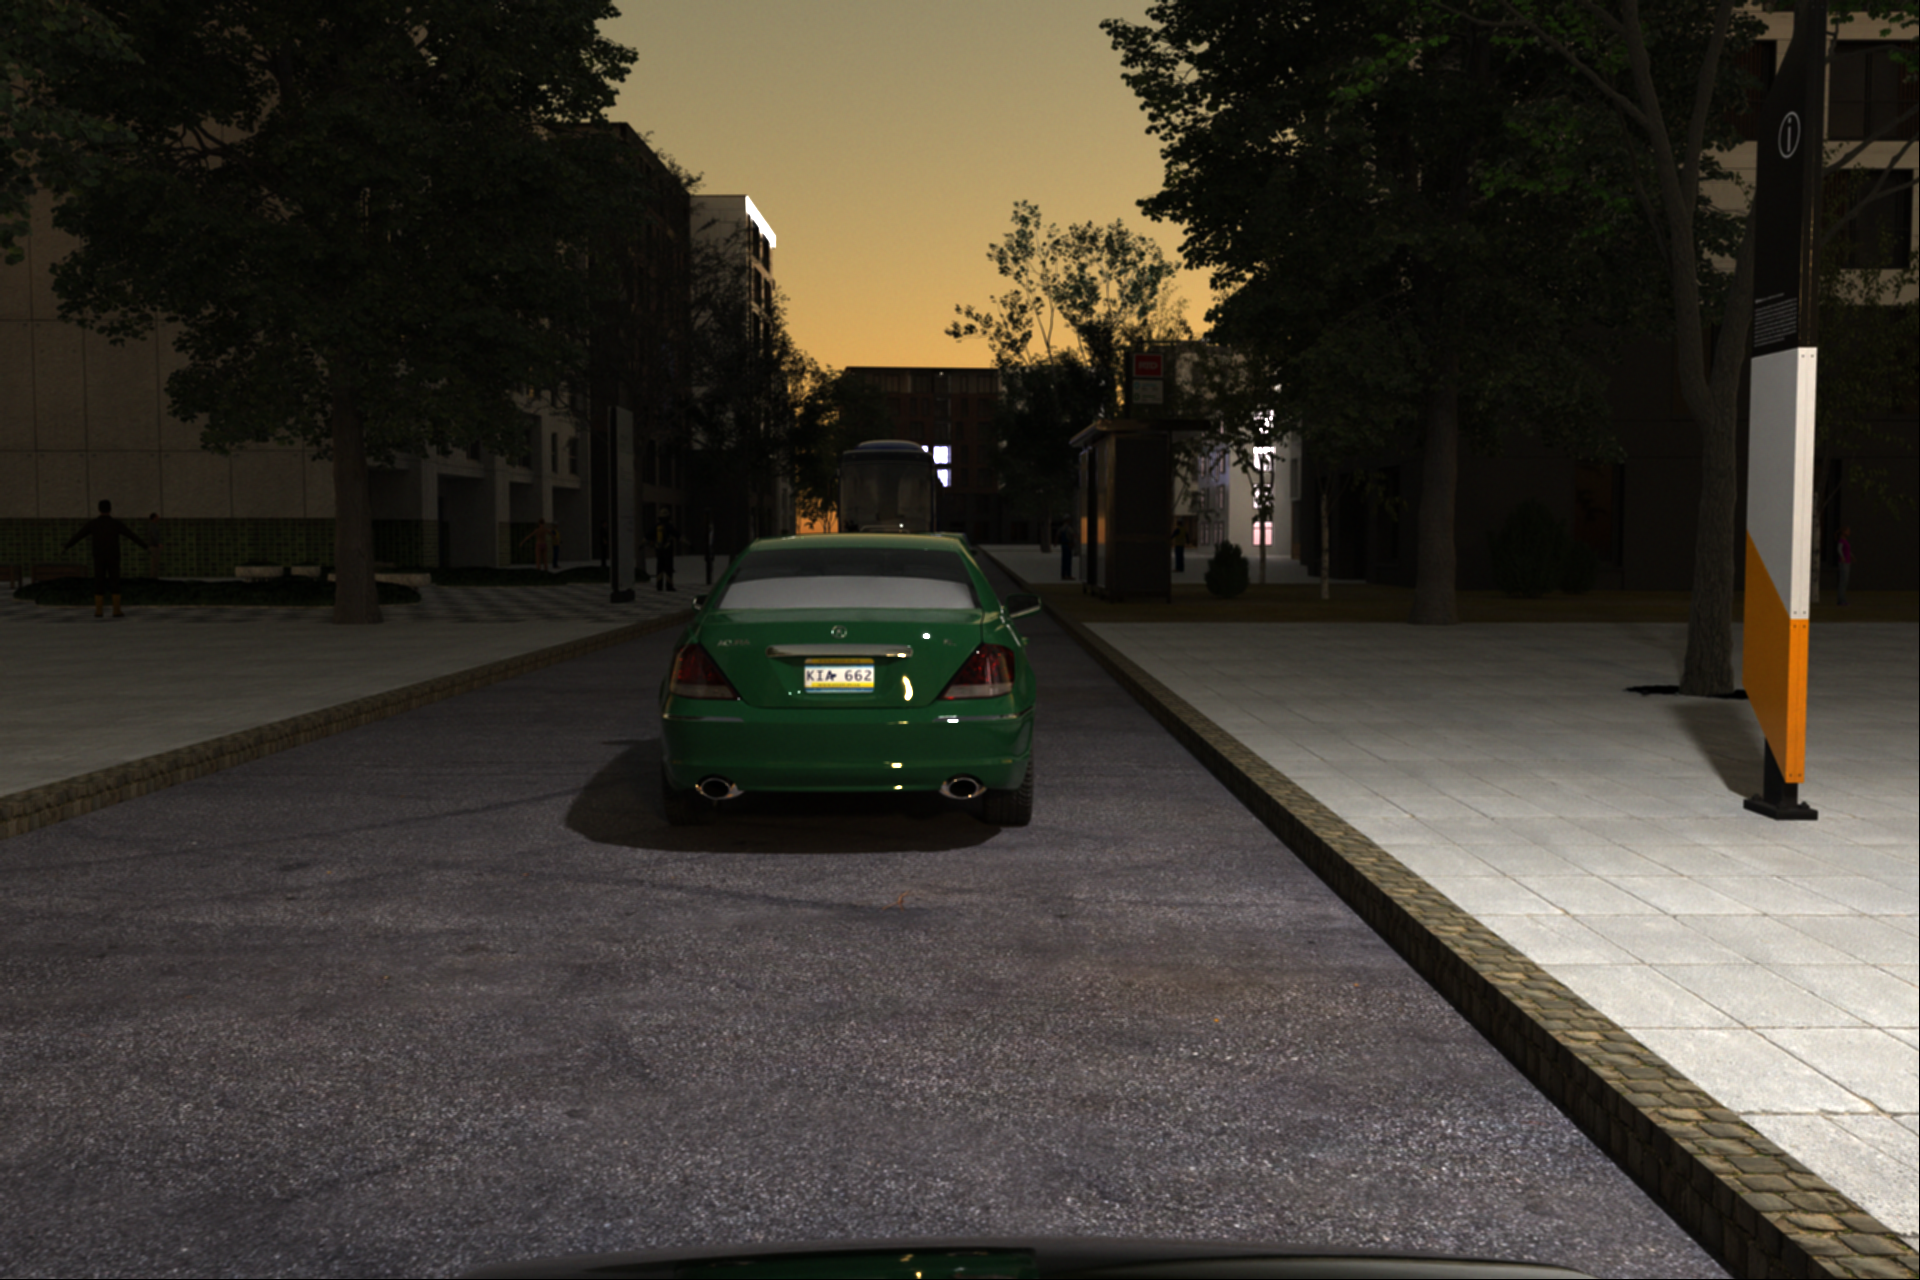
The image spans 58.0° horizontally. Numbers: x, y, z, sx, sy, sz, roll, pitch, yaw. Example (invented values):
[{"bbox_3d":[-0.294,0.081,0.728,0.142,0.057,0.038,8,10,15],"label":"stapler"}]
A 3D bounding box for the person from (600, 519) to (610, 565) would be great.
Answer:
[{"bbox_3d":[-13.190,-3.572,64.343,0.705,1.837,1.347,0,4,-6],"label":"person"}]

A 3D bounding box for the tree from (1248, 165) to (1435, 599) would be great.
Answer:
[{"bbox_3d":[7.292,-5.104,33.808,4.737,8.622,4.395,0,3,0],"label":"tree"}]

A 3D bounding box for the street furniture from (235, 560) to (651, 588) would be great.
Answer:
[{"bbox_3d":[-13.058,-1.721,43.763,10.072,0.657,5.734,0,4,-2],"label":"street furniture"}]

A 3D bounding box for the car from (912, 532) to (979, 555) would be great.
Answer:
[{"bbox_3d":[-0.559,-1.717,36.868,1.959,1.807,4.718,0,4,-1],"label":"car"}]

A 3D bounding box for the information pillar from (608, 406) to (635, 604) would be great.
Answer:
[{"bbox_3d":[-6.378,-2.530,32.675,0.184,3.620,1.656,0,4,-1],"label":"information pillar"}]

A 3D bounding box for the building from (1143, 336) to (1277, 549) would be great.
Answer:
[{"bbox_3d":[21.821,-18.919,165.739,16.016,20.090,11.380,0,4,0],"label":"building"}]

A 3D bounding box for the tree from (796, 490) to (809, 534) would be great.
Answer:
[{"bbox_3d":[-20.218,-16.493,220.019,4.360,8.622,3.978,0,3,0],"label":"tree"}]

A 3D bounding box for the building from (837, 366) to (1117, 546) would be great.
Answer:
[{"bbox_3d":[1.220,-22.978,222.124,32.646,21.610,27.936,0,4,-7],"label":"building"}]

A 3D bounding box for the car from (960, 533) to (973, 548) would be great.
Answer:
[{"bbox_3d":[-0.238,-5.192,94.487,1.945,1.707,3.694,0,4,1],"label":"car"}]

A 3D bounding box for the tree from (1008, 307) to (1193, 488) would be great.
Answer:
[{"bbox_3d":[5.895,-8.436,72.337,8.767,10.594,7.601,1,4,16],"label":"tree"}]

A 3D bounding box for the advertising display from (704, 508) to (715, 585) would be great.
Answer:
[{"bbox_3d":[-6.357,-2.369,43.946,0.123,1.923,0.974,0,4,0],"label":"advertising display"}]

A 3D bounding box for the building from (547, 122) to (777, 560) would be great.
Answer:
[{"bbox_3d":[-26.779,-15.828,102.762,27.936,21.610,32.646,0,4,1],"label":"building"}]

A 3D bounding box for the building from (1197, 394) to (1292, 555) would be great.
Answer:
[{"bbox_3d":[20.534,-9.879,103.674,9.099,9.664,28.070,0,4,0],"label":"building"}]

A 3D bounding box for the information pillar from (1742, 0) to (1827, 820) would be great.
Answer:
[{"bbox_3d":[3.754,-1.012,7.902,0.183,3.616,0.504,0,4,1],"label":"information pillar"}]

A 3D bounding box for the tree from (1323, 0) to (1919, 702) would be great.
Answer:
[{"bbox_3d":[5.863,-5.356,13.327,9.928,11.665,9.643,0,3,0],"label":"tree"}]

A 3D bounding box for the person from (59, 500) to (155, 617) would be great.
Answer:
[{"bbox_3d":[-13.190,-1.262,26.772,1.346,1.812,0.704,-1,4,-19],"label":"person"}]

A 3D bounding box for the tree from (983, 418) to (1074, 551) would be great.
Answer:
[{"bbox_3d":[5.972,-12.033,131.157,7.601,10.594,8.767,2,4,32],"label":"tree"}]

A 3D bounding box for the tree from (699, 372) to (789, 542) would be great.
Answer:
[{"bbox_3d":[-8.751,-7.566,74.060,4.360,8.622,3.978,0,3,0],"label":"tree"}]

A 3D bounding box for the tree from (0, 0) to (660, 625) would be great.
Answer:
[{"bbox_3d":[-8.593,-7.200,24.375,9.857,13.997,8.962,0,3,0],"label":"tree"}]

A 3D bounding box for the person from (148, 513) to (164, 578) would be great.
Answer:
[{"bbox_3d":[-19.540,-2.192,42.104,0.705,1.796,1.348,-2,4,-29],"label":"person"}]

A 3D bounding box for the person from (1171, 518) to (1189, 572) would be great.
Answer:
[{"bbox_3d":[7.399,-3.217,58.564,0.705,1.833,1.349,3,5,41],"label":"person"}]

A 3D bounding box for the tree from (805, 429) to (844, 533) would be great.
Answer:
[{"bbox_3d":[-9.105,-10.407,120.515,4.360,8.622,3.978,0,3,0],"label":"tree"}]

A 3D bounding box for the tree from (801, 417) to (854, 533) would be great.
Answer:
[{"bbox_3d":[-8.475,-9.732,109.476,4.737,8.622,4.395,0,3,0],"label":"tree"}]

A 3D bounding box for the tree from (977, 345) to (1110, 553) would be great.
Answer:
[{"bbox_3d":[5.981,-12.952,118.416,9.857,13.997,8.962,0,3,0],"label":"tree"}]

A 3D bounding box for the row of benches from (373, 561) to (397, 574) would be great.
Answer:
[{"bbox_3d":[-12.723,-1.383,38.070,1.422,0.672,4.104,-1,4,-17],"label":"row of benches"}]

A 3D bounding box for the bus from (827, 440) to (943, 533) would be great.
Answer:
[{"bbox_3d":[-1.887,-3.520,49.095,2.896,3.916,12.251,0,4,0],"label":"bus"}]

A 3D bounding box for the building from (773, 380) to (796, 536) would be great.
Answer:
[{"bbox_3d":[-27.527,-19.435,184.217,16.747,18.905,31.486,0,4,1],"label":"building"}]

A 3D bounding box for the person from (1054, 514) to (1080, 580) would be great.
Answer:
[{"bbox_3d":[3.020,-2.612,48.566,0.705,1.847,1.347,-3,4,-36],"label":"person"}]

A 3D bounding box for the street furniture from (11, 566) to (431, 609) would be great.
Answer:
[{"bbox_3d":[-14.803,-1.002,32.017,10.072,0.657,5.734,0,3,0],"label":"street furniture"}]

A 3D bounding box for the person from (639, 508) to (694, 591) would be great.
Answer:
[{"bbox_3d":[-6.617,-2.023,38.862,1.354,1.856,0.705,1,4,16],"label":"person"}]

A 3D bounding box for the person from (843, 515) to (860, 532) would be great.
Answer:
[{"bbox_3d":[-2.474,-1.889,39.110,0.705,1.858,1.354,0,4,-6],"label":"person"}]

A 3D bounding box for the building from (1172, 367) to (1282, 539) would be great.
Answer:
[{"bbox_3d":[26.175,-20.141,185.727,16.016,20.090,11.380,0,3,0],"label":"building"}]

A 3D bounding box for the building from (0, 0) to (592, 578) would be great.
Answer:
[{"bbox_3d":[-26.104,-12.213,66.137,16.747,18.905,31.486,0,4,1],"label":"building"}]

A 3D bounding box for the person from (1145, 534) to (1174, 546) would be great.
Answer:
[{"bbox_3d":[6.130,-2.936,54.127,1.347,1.817,0.704,-3,4,-38],"label":"person"}]

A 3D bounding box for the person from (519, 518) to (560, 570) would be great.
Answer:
[{"bbox_3d":[-11.717,-2.542,48.368,1.217,1.733,0.721,-3,4,-38],"label":"person"}]

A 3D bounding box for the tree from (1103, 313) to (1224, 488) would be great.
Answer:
[{"bbox_3d":[6.651,-6.643,58.972,4.737,8.622,4.395,0,3,0],"label":"tree"}]

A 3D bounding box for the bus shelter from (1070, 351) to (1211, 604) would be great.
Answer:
[{"bbox_3d":[3.477,-3.561,35.860,2.179,5.291,8.768,0,4,-1],"label":"bus shelter"}]

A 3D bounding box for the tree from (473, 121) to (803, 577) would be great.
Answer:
[{"bbox_3d":[-9.642,-8.635,51.558,12.009,13.543,11.850,0,3,0],"label":"tree"}]

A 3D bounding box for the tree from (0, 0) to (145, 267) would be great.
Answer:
[{"bbox_3d":[-9.076,-6.299,9.650,9.857,13.997,8.962,0,3,0],"label":"tree"}]

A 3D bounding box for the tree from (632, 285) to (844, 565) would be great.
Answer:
[{"bbox_3d":[-8.712,-8.032,65.728,8.767,10.594,7.601,0,4,-7],"label":"tree"}]

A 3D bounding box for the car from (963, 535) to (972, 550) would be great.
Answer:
[{"bbox_3d":[-0.345,-4.778,90.123,2.014,1.417,4.499,0,4,-1],"label":"car"}]

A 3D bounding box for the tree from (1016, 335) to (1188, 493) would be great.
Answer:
[{"bbox_3d":[6.545,-8.935,80.506,8.767,10.594,7.601,1,4,11],"label":"tree"}]

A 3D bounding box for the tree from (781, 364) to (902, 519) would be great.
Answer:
[{"bbox_3d":[-8.908,-13.756,131.565,9.857,13.997,8.962,0,3,0],"label":"tree"}]

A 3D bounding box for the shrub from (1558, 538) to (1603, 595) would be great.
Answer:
[{"bbox_3d":[13.122,-1.572,36.823,1.383,1.207,1.383,0,3,0],"label":"shrub"}]

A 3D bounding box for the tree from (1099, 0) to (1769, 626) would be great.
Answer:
[{"bbox_3d":[6.791,-7.198,24.342,9.857,13.997,8.962,0,3,0],"label":"tree"}]

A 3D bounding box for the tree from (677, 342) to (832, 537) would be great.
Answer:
[{"bbox_3d":[-9.459,-9.007,81.679,7.601,10.594,8.767,1,4,17],"label":"tree"}]

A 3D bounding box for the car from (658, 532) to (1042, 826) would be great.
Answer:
[{"bbox_3d":[-0.557,0.113,9.950,2.131,1.459,4.920,0,4,-1],"label":"car"}]

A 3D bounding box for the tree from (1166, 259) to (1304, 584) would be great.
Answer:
[{"bbox_3d":[7.572,-5.751,44.393,4.737,8.622,4.395,0,3,0],"label":"tree"}]

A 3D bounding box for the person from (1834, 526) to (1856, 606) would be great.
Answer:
[{"bbox_3d":[15.903,-1.331,31.029,0.599,1.433,0.991,3,4,37],"label":"person"}]

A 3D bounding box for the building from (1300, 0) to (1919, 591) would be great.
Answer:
[{"bbox_3d":[24.605,-12.899,54.867,27.936,21.610,32.646,0,3,0],"label":"building"}]

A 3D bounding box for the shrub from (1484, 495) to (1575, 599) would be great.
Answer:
[{"bbox_3d":[11.379,-1.870,34.617,1.661,2.075,1.752,0,3,0],"label":"shrub"}]

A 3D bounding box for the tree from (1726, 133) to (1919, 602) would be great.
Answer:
[{"bbox_3d":[16.057,-4.997,32.066,4.737,8.622,4.395,0,3,0],"label":"tree"}]

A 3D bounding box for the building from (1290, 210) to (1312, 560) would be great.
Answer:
[{"bbox_3d":[21.806,-14.058,86.266,16.016,20.090,11.380,0,4,0],"label":"building"}]

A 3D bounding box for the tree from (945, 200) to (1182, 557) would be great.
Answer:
[{"bbox_3d":[5.808,-14.849,98.663,12.611,20.169,13.585,0,3,0],"label":"tree"}]

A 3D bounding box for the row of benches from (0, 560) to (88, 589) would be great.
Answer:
[{"bbox_3d":[-22.508,-1.531,40.493,4.104,0.672,1.422,-1,4,-11],"label":"row of benches"}]

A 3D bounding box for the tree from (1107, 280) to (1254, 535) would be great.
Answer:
[{"bbox_3d":[5.892,-6.126,50.519,4.360,8.622,3.978,0,3,0],"label":"tree"}]

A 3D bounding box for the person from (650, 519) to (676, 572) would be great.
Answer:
[{"bbox_3d":[-9.751,-3.164,57.951,1.346,1.802,0.704,-2,4,-31],"label":"person"}]

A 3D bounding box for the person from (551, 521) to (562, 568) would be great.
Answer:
[{"bbox_3d":[-15.017,-3.560,64.668,0.721,1.772,1.216,0,4,-4],"label":"person"}]

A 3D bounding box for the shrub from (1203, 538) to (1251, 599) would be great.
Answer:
[{"bbox_3d":[5.333,-1.434,34.562,1.383,1.207,1.383,0,3,0],"label":"shrub"}]
